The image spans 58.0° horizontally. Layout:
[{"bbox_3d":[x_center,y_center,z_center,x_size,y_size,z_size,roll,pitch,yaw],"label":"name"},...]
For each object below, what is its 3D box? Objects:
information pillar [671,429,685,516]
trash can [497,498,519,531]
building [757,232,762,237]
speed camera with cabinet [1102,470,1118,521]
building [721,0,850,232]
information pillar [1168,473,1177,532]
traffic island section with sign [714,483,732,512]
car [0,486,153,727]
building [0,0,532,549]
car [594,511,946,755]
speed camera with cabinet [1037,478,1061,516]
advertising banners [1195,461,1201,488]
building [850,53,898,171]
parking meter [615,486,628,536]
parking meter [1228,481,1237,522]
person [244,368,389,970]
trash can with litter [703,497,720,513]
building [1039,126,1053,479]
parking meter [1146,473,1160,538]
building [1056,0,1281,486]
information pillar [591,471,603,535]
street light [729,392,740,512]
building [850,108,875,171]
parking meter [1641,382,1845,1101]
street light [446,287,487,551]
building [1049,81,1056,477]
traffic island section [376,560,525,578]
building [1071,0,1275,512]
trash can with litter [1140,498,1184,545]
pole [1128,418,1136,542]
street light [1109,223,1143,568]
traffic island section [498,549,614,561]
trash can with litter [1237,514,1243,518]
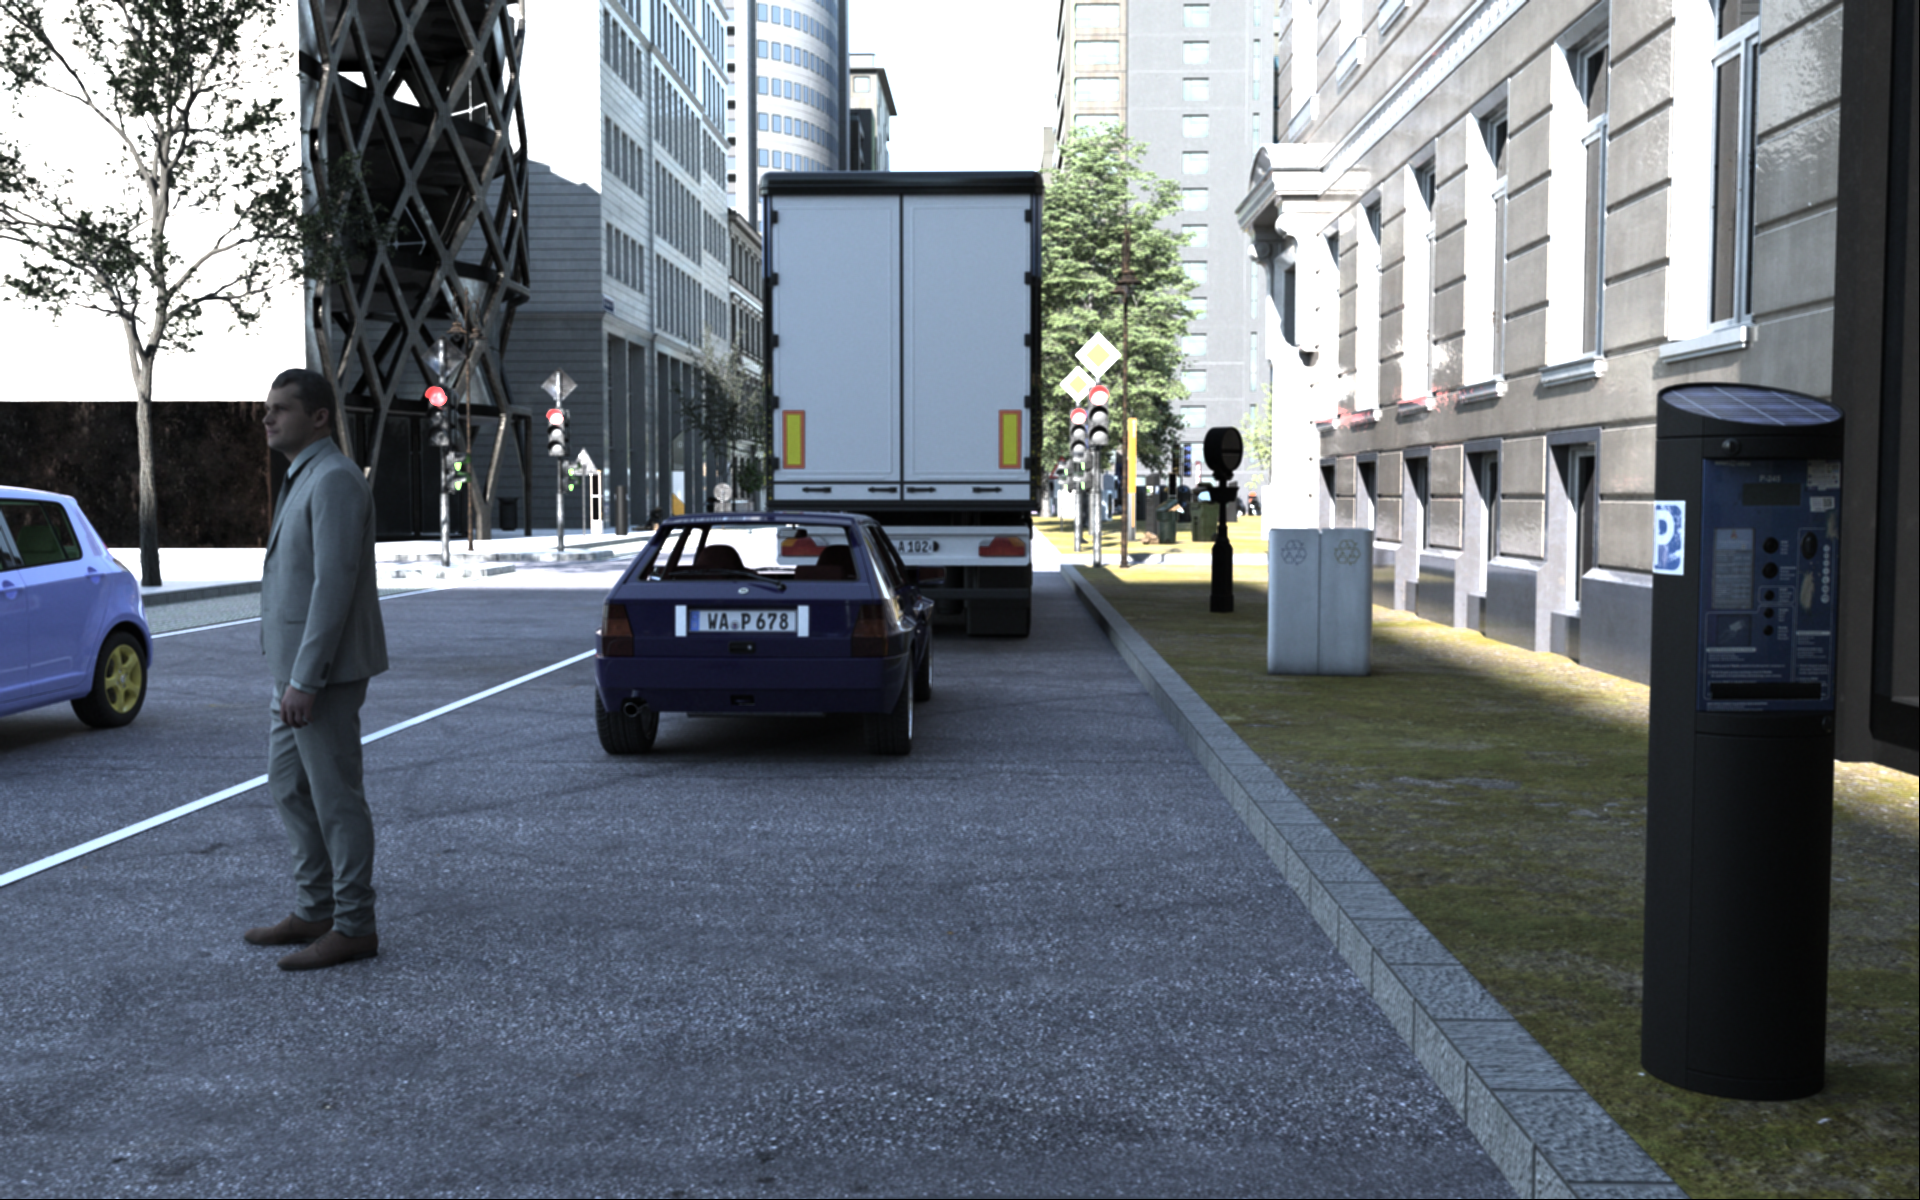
[{"bbox_3d":[-10.191,-4.362,62.670,0.504,3.616,0.183,-3,5,-40],"label":"information pillar"},{"bbox_3d":[-15.830,-2.999,60.693,0.748,1.137,0.748,0,3,0],"label":"trash can"},{"bbox_3d":[-24.828,-17.381,129.220,27.650,21.520,28.899,0,4,1],"label":"building"},{"bbox_3d":[6.993,-5.381,82.311,0.660,3.252,2.038,1,4,19],"label":"speed camera with cabinet"},{"bbox_3d":[-21.663,-37.628,157.209,21.231,58.520,28.212,0,4,1],"label":"building"},{"bbox_3d":[7.282,-3.356,59.355,0.304,2.012,0.304,0,4,6],"label":"information pillar"},{"bbox_3d":[-8.376,-3.208,61.072,1.989,1.847,2.006,0,4,1],"label":"traffic island section with sign"},{"bbox_3d":[-6.040,0.010,9.422,1.945,1.707,3.694,0,4,3],"label":"car"},{"bbox_3d":[-21.065,-11.071,48.455,16.820,18.784,16.811,0,4,1],"label":"building"},{"bbox_3d":[-1.080,0.105,10.871,1.945,1.354,3.894,0,4,2],"label":"car"},{"bbox_3d":[5.241,-6.558,101.556,0.660,3.252,2.038,-2,4,-26],"label":"speed camera with cabinet"},{"bbox_3d":[12.934,-5.800,91.012,0.090,3.025,2.074,3,5,43],"label":"advertising banners"},{"bbox_3d":[-22.582,-38.121,212.523,28.713,52.752,27.495,0,4,1],"label":"building"},{"bbox_3d":[-10.387,-2.735,53.129,0.372,1.533,0.369,0,3,0],"label":"parking meter"},{"bbox_3d":[12.322,-4.442,78.341,0.399,1.863,0.255,2,4,27],"label":"parking meter"},{"bbox_3d":[-1.965,0.200,5.325,0.391,1.810,0.635,-2,4,-32],"label":"person"},{"bbox_3d":[-10.087,-3.676,71.486,0.624,1.170,1.055,1,4,22],"label":"trash can with litter"},{"bbox_3d":[20.728,-36.319,217.509,21.300,48.544,21.600,0,4,1],"label":"building"},{"bbox_3d":[5.304,-2.565,47.651,0.255,1.863,0.399,3,4,37],"label":"parking meter"},{"bbox_3d":[19.006,-31.903,145.320,21.300,48.544,21.600,0,4,1],"label":"building"},{"bbox_3d":[-11.360,-3.041,54.210,0.304,2.012,0.304,0,4,6],"label":"information pillar"},{"bbox_3d":[-9.997,-6.339,76.435,0.468,5.910,1.993,0,4,1],"label":"street light"},{"bbox_3d":[-16.200,-30.283,178.718,14.154,41.232,14.086,0,4,1],"label":"building"},{"bbox_3d":[1.709,0.282,3.793,0.372,1.533,0.369,0,3,0],"label":"parking meter"},{"bbox_3d":[-11.003,-4.036,38.781,0.468,5.910,1.993,0,4,1],"label":"street light"},{"bbox_3d":[20.558,-33.740,171.253,23.786,49.044,30.456,0,4,1],"label":"building"},{"bbox_3d":[-9.114,-0.511,30.637,2.009,0.180,2.903,0,4,1],"label":"traffic island section"},{"bbox_3d":[15.143,-27.170,127.823,14.154,41.232,14.086,0,4,1],"label":"building"},{"bbox_3d":[5.132,-2.001,44.097,1.055,1.170,0.624,-2,4,-35],"label":"trash can with litter"},{"bbox_3d":[4.632,-3.230,46.654,0.158,3.312,0.155,0,3,0],"label":"pole"},{"bbox_3d":[2.845,-3.491,29.860,0.468,5.910,1.993,0,4,1],"label":"street light"},{"bbox_3d":[-8.917,-0.999,38.620,2.009,0.180,2.903,0,4,1],"label":"traffic island section"},{"bbox_3d":[14.195,-5.044,93.521,2.233,1.210,1.678,0,4,4],"label":"trash can with litter"}]
